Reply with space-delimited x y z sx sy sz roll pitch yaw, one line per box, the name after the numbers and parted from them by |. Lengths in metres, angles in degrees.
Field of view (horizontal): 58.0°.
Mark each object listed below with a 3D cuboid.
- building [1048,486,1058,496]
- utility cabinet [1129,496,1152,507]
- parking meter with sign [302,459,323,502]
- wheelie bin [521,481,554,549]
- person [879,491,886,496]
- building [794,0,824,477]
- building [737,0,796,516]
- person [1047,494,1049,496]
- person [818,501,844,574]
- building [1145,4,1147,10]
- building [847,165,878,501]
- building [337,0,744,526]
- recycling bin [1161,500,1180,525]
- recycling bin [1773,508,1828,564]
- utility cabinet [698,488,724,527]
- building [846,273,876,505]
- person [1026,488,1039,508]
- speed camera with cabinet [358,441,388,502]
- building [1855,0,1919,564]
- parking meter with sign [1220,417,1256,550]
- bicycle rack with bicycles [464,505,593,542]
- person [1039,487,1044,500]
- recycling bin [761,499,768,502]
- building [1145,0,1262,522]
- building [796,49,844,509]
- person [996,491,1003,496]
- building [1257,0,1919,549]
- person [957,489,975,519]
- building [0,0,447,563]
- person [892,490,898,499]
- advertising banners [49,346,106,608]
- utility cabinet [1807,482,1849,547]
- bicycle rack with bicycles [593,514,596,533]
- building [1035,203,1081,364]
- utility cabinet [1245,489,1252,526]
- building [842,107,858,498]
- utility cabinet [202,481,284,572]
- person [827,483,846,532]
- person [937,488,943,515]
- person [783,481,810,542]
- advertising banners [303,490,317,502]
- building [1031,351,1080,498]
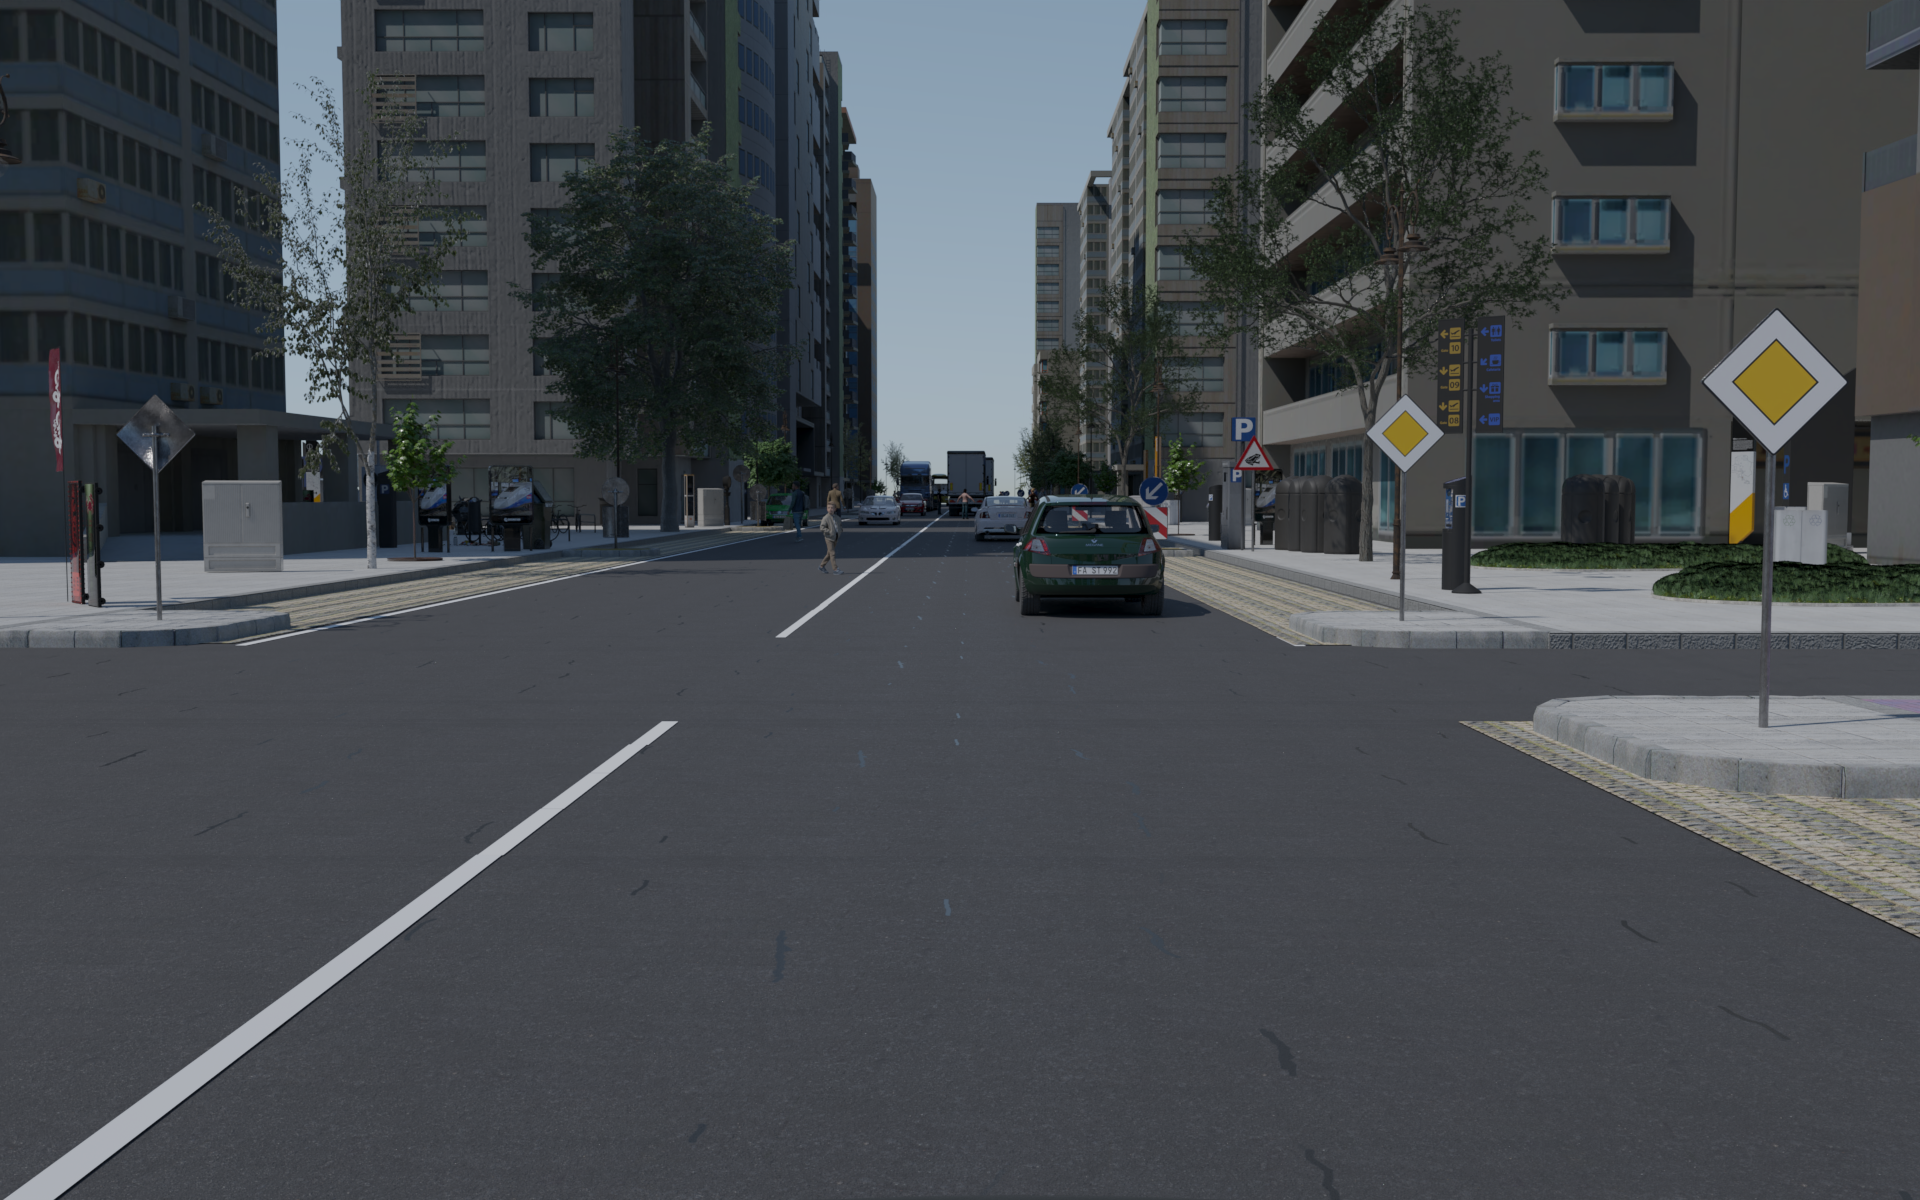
26.303 -30.863 196.485 32.217 40.220 23.993 0 4 0 | building
6.713 -3.230 63.975 1.020 1.237 0.306 3 5 43 | utility cabinet
-31.407 -5.440 85.197 1.738 3.016 0.543 -1 4 -20 | parking meter with sign
-9.893 -1.982 40.309 0.693 1.594 0.980 0 4 4 | wheelie bin
-7.446 -9.619 166.580 0.742 1.727 0.445 1 4 16 | person
-25.162 -33.339 134.336 28.713 52.752 27.495 0 4 0 | building
-22.046 -34.485 105.836 21.231 58.520 28.212 0 4 0 | building
9.005 -9.986 174.986 0.599 1.433 0.991 -3 5 -42 | person
-2.298 -1.120 31.078 0.640 1.303 0.475 2 4 34 | person
25.475 -26.773 129.617 32.217 40.220 23.993 0 4 0 | building
-18.734 -36.039 239.352 14.600 45.320 14.200 0 4 0 | building
-17.325 -23.903 74.401 14.154 41.232 14.086 0 4 0 | building
8.590 -3.604 71.484 0.722 1.027 0.722 3 5 43 | recycling bin
13.128 -0.890 27.104 0.722 1.027 0.722 1 4 20 | recycling bin
-9.732 -3.610 67.695 0.318 1.500 1.173 2 4 34 | utility cabinet
-27.066 -32.294 219.890 32.217 40.220 23.993 0 4 0 | building
3.933 -5.272 95.218 1.217 1.766 0.721 -3 5 -40 | person
-19.121 -3.699 54.821 2.038 3.252 0.660 1 4 12 | speed camera with cabinet
23.341 -22.829 23.369 14.200 45.320 14.600 0 4 0 | building
6.383 -2.686 40.182 0.543 3.016 1.738 0 4 -3 | parking meter with sign
-12.031 -2.055 46.977 2.925 0.926 2.852 -3 5 -40 | bicycle rack with bicycles
4.387 -5.031 90.963 0.583 1.804 0.606 1 4 9 | person
-9.424 -4.475 85.717 0.722 1.027 0.722 1 4 10 | recycling bin
16.025 -24.552 85.015 14.154 41.232 14.086 0 4 0 | building
-18.001 -28.856 155.394 14.154 41.232 14.086 0 4 0 | building
4.339 -11.013 189.095 0.617 1.759 0.750 3 5 43 | person
21.092 -26.031 49.310 21.300 48.544 21.600 0 4 0 | building
0.342 -5.482 98.848 1.217 1.736 0.721 2 4 33 | person
-30.272 -21.268 39.608 32.217 40.220 23.993 0 4 0 | building
-7.033 -10.913 186.923 0.705 1.824 1.348 -2 4 -27 | person
-10.300 -1.466 20.158 0.090 3.025 2.074 -3 5 -40 | advertising banners
16.455 -1.477 32.836 1.173 1.500 0.318 -3 5 -42 | utility cabinet
-13.306 -2.695 57.441 2.852 0.926 2.925 -2 4 -27 | bicycle rack with bicycles
17.524 -34.319 244.710 14.154 41.232 14.086 0 4 0 | building
11.284 -3.689 68.986 0.318 1.500 1.173 3 4 37 | utility cabinet
-22.904 -32.904 192.597 22.147 44.769 28.867 0 4 0 | building
-11.749 -1.205 28.385 1.173 1.500 0.318 -1 4 -14 | utility cabinet
-4.683 -3.511 65.816 0.656 1.842 0.836 -2 4 -32 | person
-1.391 -6.882 121.029 0.705 1.822 1.348 1 4 11 | person
-4.897 -2.646 51.755 0.794 1.824 0.713 -3 4 -37 | person
-20.940 -3.514 53.648 2.074 3.025 0.090 0 4 5 | advertising banners
23.572 -23.167 223.821 27.650 21.520 28.899 0 4 0 | building
